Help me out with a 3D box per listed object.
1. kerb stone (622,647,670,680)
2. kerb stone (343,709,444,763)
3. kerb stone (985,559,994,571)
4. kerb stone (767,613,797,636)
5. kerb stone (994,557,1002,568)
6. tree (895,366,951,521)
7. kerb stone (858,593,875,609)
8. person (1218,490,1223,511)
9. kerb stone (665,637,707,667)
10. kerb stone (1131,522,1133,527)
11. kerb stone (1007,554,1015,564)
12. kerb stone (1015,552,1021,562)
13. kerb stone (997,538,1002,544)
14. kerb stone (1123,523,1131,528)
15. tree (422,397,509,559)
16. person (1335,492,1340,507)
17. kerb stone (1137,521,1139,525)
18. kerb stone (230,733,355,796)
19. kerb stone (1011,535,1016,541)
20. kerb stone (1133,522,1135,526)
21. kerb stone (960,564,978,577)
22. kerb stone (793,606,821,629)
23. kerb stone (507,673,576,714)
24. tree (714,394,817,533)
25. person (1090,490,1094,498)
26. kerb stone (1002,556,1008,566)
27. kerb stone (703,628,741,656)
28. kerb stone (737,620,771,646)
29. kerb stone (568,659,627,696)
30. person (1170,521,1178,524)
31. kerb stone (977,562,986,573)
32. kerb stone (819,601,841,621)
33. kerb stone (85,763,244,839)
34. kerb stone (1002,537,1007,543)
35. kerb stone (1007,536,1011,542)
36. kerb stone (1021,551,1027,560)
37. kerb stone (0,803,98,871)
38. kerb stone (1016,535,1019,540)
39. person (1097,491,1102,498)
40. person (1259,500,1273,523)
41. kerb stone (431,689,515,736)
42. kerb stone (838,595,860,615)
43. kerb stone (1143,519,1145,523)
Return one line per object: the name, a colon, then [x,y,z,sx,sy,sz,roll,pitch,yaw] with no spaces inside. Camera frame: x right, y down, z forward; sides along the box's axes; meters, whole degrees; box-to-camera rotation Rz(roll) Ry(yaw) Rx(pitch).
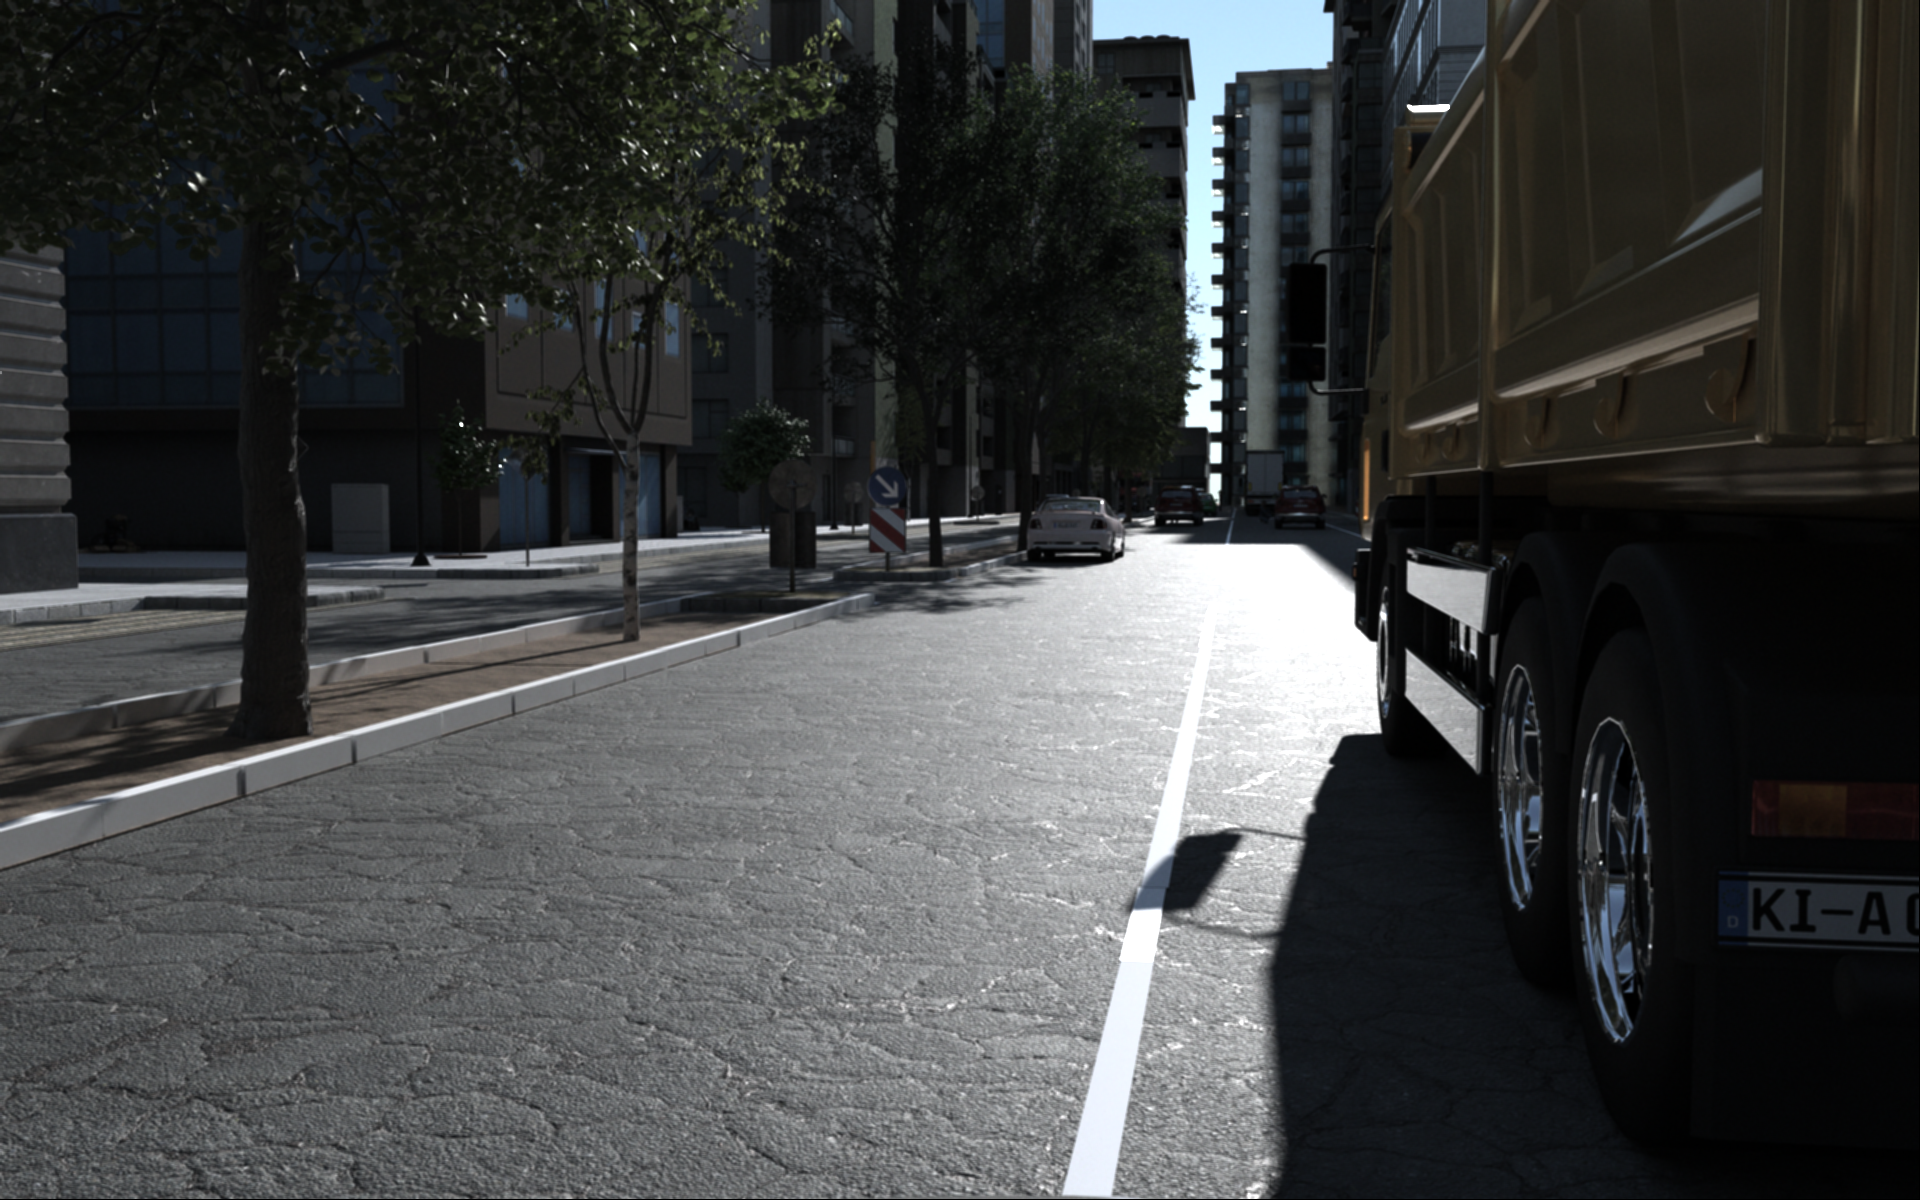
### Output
kerb stone: [-2.545,0.517,13.777,0.120,0.150,1.000,1,4,9]
kerb stone: [-3.192,0.763,9.720,0.120,0.150,1.000,1,4,9]
kerb stone: [0.457,-0.631,32.508,0.120,0.150,1.000,1,4,9]
kerb stone: [-1.891,0.267,17.839,0.120,0.150,1.000,1,4,9]
kerb stone: [0.628,-0.691,33.516,0.120,0.150,1.000,1,4,9]
tree: [-2.475,-8.126,83.223,4.737,8.622,4.395,0,3,0]
kerb stone: [-1.239,0.018,21.906,0.120,0.150,1.000,1,4,9]
person: [21.947,-8.324,145.315,0.721,1.743,1.217,1,4,15]
kerb stone: [-2.389,0.453,14.794,0.120,0.150,1.000,1,4,9]
kerb stone: [7.300,-3.231,75.029,0.120,0.150,1.000,1,4,9]
kerb stone: [0.950,-0.816,35.544,0.120,0.150,1.000,1,4,9]
kerb stone: [1.108,-0.877,36.557,0.120,0.150,1.000,1,4,9]
kerb stone: [0.985,-1.636,49.006,0.120,0.150,1.000,1,4,9]
kerb stone: [7.130,-3.169,74.016,0.120,0.150,1.000,1,4,9]
tree: [-10.052,-2.437,34.447,1.663,3.219,1.824,0,3,0]
person: [39.140,-10.416,179.715,0.530,1.710,0.541,-1,4,-8]
kerb stone: [7.948,-3.479,79.079,0.120,0.150,1.000,1,4,9]
kerb stone: [-3.361,0.826,8.703,0.120,0.150,1.000,1,4,9]
kerb stone: [1.482,-1.824,52.032,0.120,0.150,1.000,1,4,9]
kerb stone: [7.463,-3.294,76.045,0.120,0.150,1.000,1,4,9]
kerb stone: [0.140,-0.505,30.480,0.120,0.150,1.000,1,4,9]
kerb stone: [-1.725,0.204,18.865,0.120,0.150,1.000,1,4,9]
kerb stone: [-2.872,0.639,11.754,0.120,0.150,1.000,1,4,9]
tree: [-6.422,-4.492,57.153,4.285,4.588,4.351,0,3,0]
person: [10.392,-7.725,135.541,0.721,1.736,1.217,0,4,-6]
kerb stone: [0.784,-0.754,34.531,0.120,0.150,1.000,1,4,9]
kerb stone: [-2.226,0.393,15.814,0.120,0.150,1.000,1,4,9]
kerb stone: [-2.052,0.328,16.826,0.120,0.150,1.000,1,4,9]
kerb stone: [-2.708,0.577,12.768,0.120,0.150,1.000,1,4,9]
person: [10.446,-4.623,84.294,0.606,1.804,0.583,-2,4,-29]
kerb stone: [0.293,-0.568,31.490,0.120,0.150,1.000,1,4,9]
kerb stone: [-1.563,0.141,19.882,0.120,0.150,1.000,1,4,9]
kerb stone: [-3.531,0.887,7.695,0.120,0.150,1.000,1,4,9]
kerb stone: [1.149,-1.698,50.015,0.120,0.150,1.000,1,4,9]
kerb stone: [1.310,-1.763,51.024,0.120,0.150,1.000,1,4,9]
kerb stone: [1.275,-0.940,37.566,0.120,0.150,1.000,1,4,9]
kerb stone: [-3.689,0.949,6.686,0.120,0.150,1.000,1,4,9]
kerb stone: [1.635,-1.887,53.054,0.120,0.150,1.000,1,4,9]
person: [12.409,-8.851,153.927,0.721,1.735,1.217,-1,4,-18]
person: [14.974,-4.311,84.491,0.738,1.151,1.012,3,4,38]
kerb stone: [-3.040,0.701,10.740,0.120,0.150,1.000,1,4,9]
kerb stone: [-1.407,0.080,20.894,0.120,0.150,1.000,1,4,9]
kerb stone: [8.758,-3.790,84.160,0.120,0.150,1.000,1,4,9]
